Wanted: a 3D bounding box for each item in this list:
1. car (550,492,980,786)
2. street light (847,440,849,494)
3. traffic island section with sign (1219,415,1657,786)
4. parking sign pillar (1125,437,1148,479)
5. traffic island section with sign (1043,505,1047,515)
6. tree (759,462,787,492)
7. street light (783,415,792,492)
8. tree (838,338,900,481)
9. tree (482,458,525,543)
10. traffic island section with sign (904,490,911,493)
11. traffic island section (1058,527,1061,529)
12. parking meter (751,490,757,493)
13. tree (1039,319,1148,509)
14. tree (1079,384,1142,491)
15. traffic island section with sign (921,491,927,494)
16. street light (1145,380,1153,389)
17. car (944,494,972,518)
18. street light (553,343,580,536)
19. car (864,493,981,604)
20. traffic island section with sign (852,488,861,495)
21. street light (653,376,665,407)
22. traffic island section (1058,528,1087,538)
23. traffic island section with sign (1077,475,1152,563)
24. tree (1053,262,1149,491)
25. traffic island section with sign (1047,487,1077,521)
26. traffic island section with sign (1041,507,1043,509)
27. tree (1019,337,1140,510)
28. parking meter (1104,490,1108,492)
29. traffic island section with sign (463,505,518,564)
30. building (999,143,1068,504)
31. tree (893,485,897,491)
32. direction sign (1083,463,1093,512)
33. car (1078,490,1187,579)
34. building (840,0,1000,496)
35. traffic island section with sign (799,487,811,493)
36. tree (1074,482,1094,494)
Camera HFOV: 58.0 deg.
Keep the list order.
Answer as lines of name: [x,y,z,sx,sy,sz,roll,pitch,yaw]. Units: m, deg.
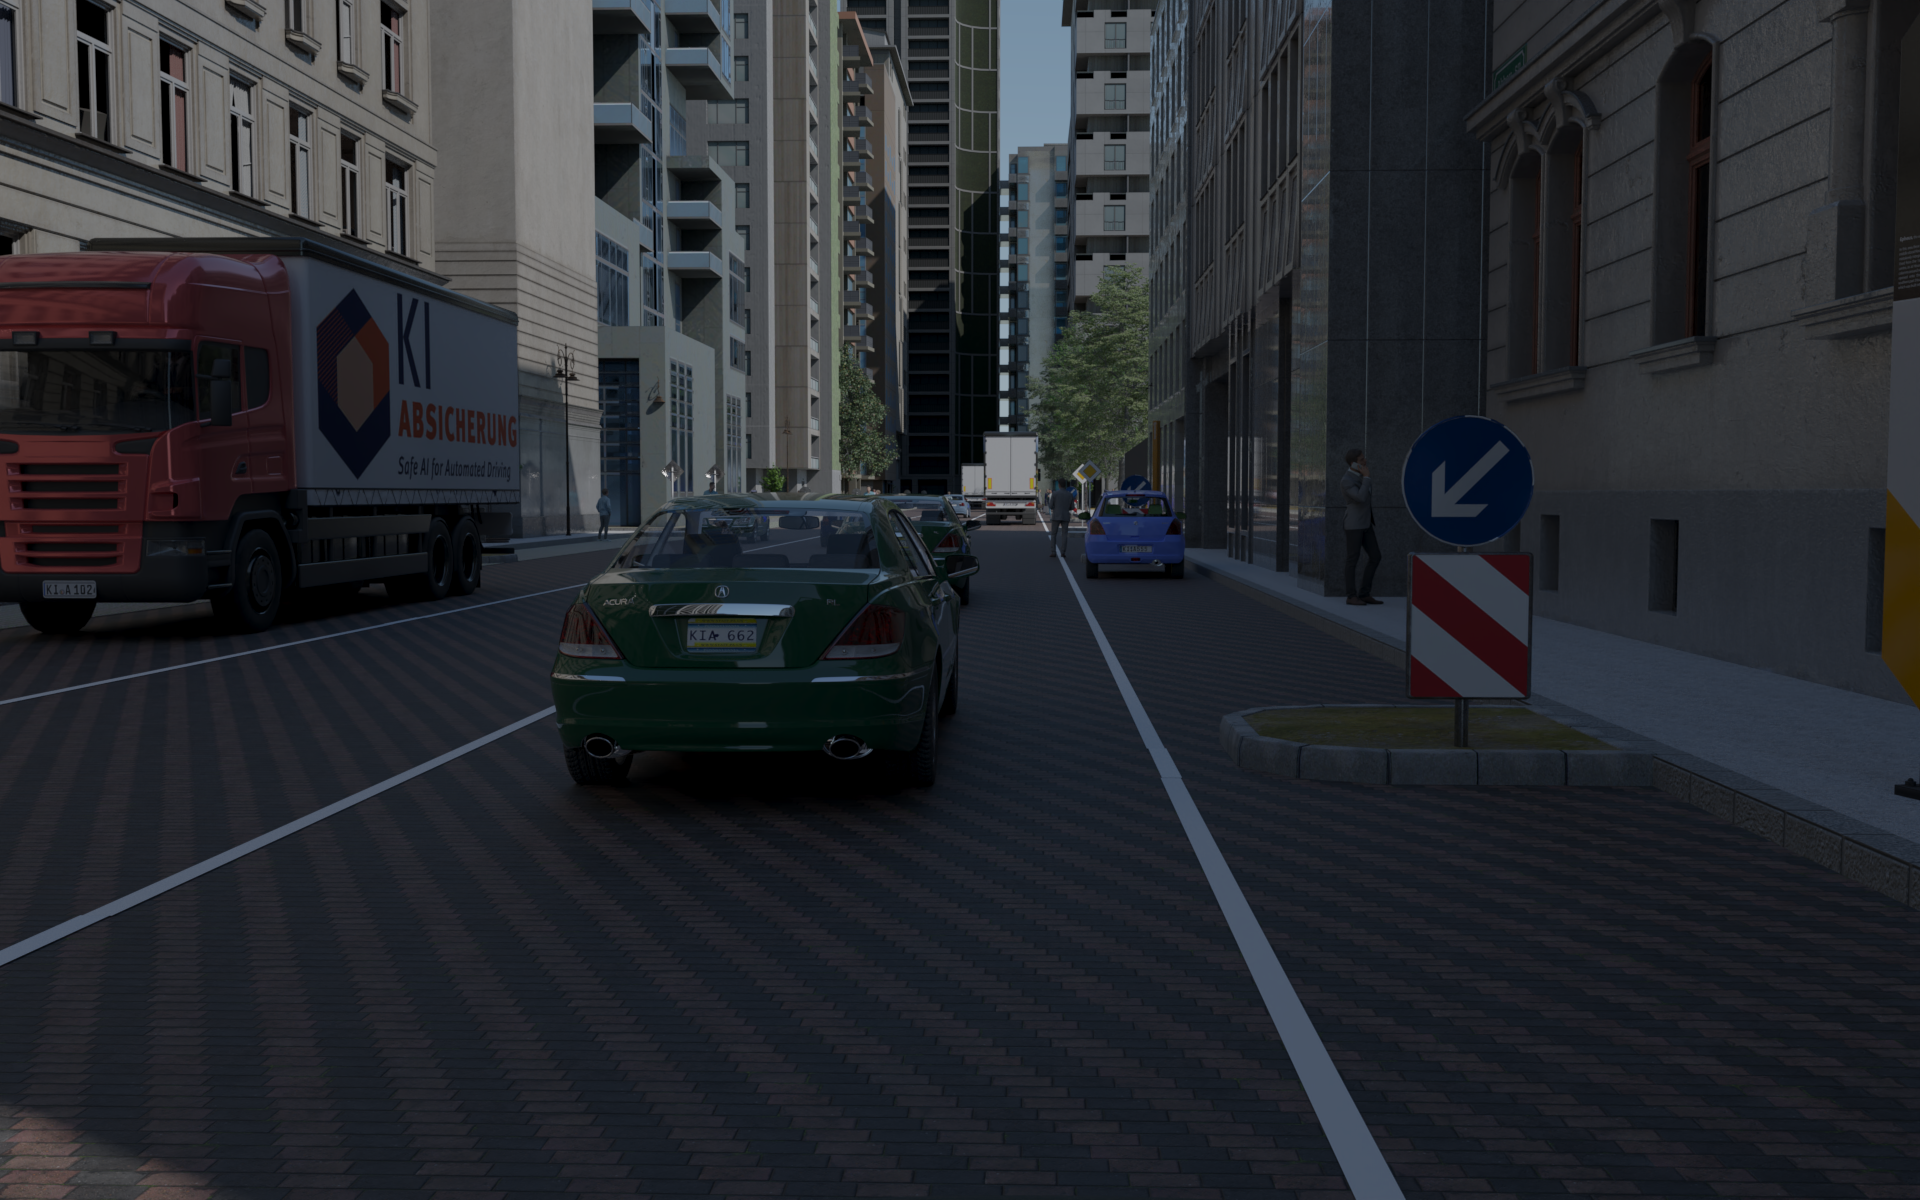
car: [-0.967,0.113,9.956,2.131,1.459,4.920,0,4,2]
street light: [-8.738,-9.985,136.034,0.468,5.910,1.993,0,4,2]
traffic island section with sign: [2.474,-0.052,9.477,1.989,1.847,2.006,0,4,2]
parking sign pillar: [8.062,-5.458,77.708,1.447,3.967,1.447,1,4,22]
traffic island section with sign: [6.834,-6.729,118.653,1.989,1.847,2.006,0,4,2]
tree: [-11.196,-6.633,103.055,1.663,3.219,1.824,0,3,0]
street light: [-10.115,-7.878,101.587,0.468,5.910,1.993,0,4,2]
tree: [-9.308,-12.775,125.875,9.611,12.733,9.660,0,3,0]
tree: [-13.047,-3.275,48.140,1.663,3.219,1.824,0,3,0]
traffic island section with sign: [-5.087,-9.799,168.835,1.989,1.847,2.006,0,4,2]
traffic island section: [4.735,-2.699,66.407,2.009,0.180,2.903,0,4,2]
parking meter: [-12.452,-5.890,104.717,0.372,1.533,0.369,0,3,0]
tree: [8.643,-10.722,101.064,9.928,11.665,9.643,0,3,0]
tree: [9.472,-9.751,109.788,4.360,8.622,3.978,0,3,0]
traffic island section with sign: [-4.020,-11.446,195.769,1.989,1.847,2.006,0,4,2]
street light: [6.410,-5.175,57.405,0.468,5.910,1.993,0,4,2]
car: [-0.336,-5.621,103.901,2.014,1.417,4.499,0,4,4]
street light: [-12.065,-4.918,53.194,0.468,5.910,1.993,0,4,2]
car: [-0.768,-0.741,23.908,2.131,1.459,4.920,0,4,0]
traffic island section with sign: [-7.087,-6.753,119.032,1.989,1.847,2.006,0,4,2]
street light: [-11.506,-5.776,67.221,0.468,5.910,1.993,0,4,2]
traffic island section: [4.416,-2.211,58.429,2.009,0.180,2.903,0,4,2]
traffic island section with sign: [3.549,-1.699,36.410,1.989,1.847,2.006,0,4,2]
tree: [8.388,-10.220,85.227,7.486,12.596,7.792,0,3,0]
traffic island section with sign: [5.742,-5.065,91.440,1.989,1.847,2.006,0,4,2]
traffic island section with sign: [9.907,-11.439,195.658,1.989,1.847,2.006,0,4,2]
tree: [9.773,-14.099,137.168,9.857,13.997,8.962,0,3,0]
parking meter: [8.188,-5.377,96.331,0.372,1.533,0.369,0,3,0]
traffic island section with sign: [-10.395,-1.692,36.300,1.989,1.847,2.006,0,4,2]
building: [20.603,-37.678,235.642,30.456,49.044,23.786,0,4,2]
tree: [-7.876,-11.891,189.012,1.663,3.219,1.824,0,3,0]
direction sign: [9.128,-8.100,124.433,0.876,3.537,0.379,1,4,11]
car: [3.058,-1.289,30.663,1.945,1.707,3.694,0,4,4]
building: [-4.970,-48.699,234.476,20.611,71.187,20.563,0,4,2]
traffic island section with sign: [-8.185,-5.077,91.638,1.989,1.847,2.006,0,4,2]
tree: [10.292,-9.231,145.524,1.663,3.219,1.824,0,3,0]
